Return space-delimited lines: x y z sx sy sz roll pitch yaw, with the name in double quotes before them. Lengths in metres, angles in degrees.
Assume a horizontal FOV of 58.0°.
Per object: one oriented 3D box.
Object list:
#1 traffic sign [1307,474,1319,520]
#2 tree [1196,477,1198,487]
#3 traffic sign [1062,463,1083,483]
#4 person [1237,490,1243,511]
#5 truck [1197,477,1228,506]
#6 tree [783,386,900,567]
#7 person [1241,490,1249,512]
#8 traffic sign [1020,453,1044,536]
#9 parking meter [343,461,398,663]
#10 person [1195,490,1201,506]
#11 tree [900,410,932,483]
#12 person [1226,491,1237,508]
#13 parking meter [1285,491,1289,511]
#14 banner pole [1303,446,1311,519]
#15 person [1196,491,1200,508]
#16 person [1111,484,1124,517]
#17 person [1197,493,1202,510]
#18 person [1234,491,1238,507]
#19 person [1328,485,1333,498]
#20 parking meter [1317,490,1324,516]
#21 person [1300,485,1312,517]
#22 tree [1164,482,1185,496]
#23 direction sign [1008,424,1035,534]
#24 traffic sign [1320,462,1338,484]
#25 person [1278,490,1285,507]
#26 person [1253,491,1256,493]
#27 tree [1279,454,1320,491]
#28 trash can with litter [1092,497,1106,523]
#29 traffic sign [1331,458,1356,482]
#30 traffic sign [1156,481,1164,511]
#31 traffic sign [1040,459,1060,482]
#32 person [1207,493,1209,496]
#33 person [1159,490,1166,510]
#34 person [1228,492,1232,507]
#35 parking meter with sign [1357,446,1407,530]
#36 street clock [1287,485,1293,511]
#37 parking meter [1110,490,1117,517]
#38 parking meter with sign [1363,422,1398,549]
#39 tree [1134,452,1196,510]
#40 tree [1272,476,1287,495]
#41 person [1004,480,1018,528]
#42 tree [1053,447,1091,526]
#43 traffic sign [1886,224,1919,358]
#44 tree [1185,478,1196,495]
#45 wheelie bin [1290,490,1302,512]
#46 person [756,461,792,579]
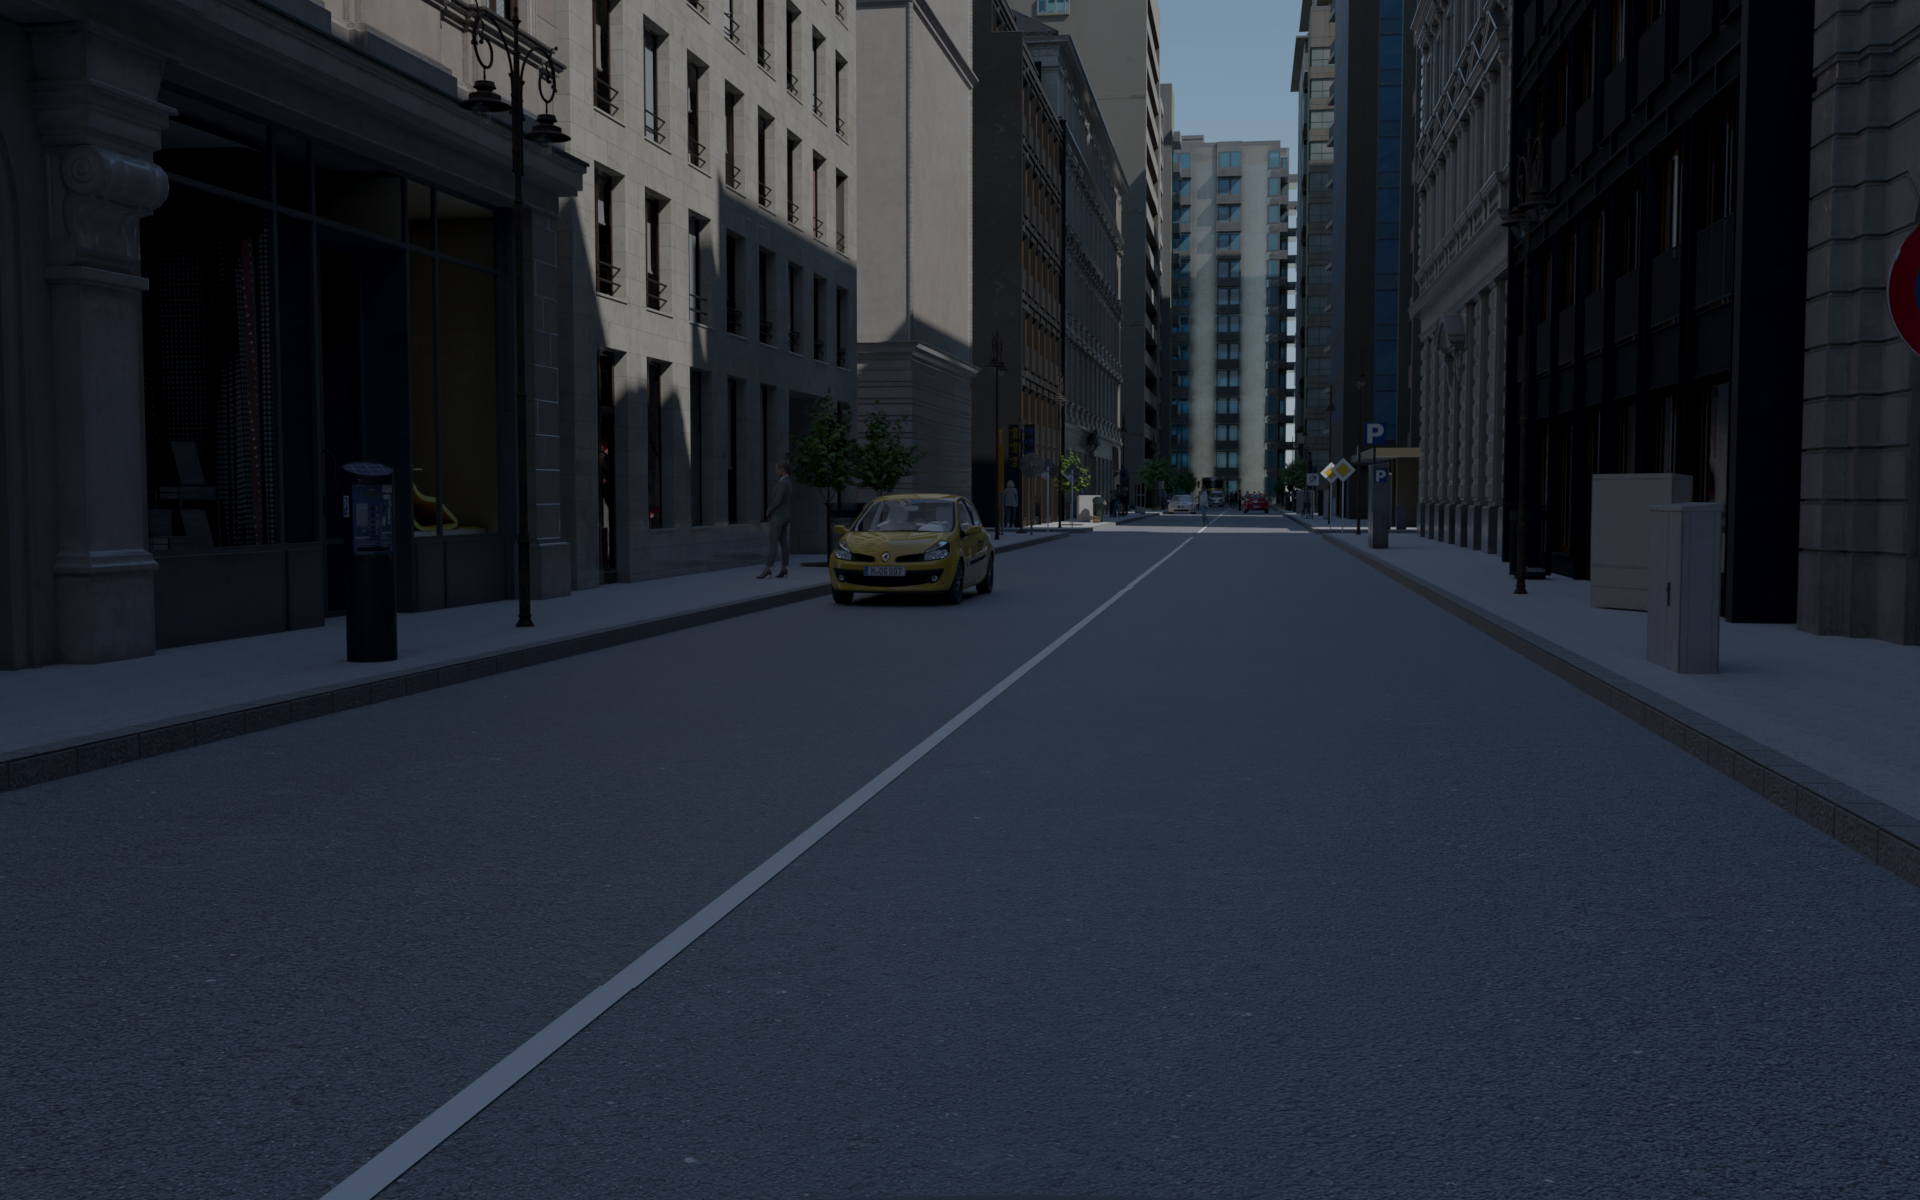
"traffic sign" 17.617 -5.161 86.511 0.606 2.300 0.079 1 4 13
"tree" 28.076 -14.196 215.825 4.285 4.588 4.351 0 3 0
"traffic sign" 4.183 -3.824 64.716 0.795 2.593 0.064 1 4 9
"person" 23.818 -8.480 147.150 0.705 1.823 1.348 2 4 33
"truck" 29.191 -12.457 199.594 3.469 3.379 9.791 1 4 9
"tree" -2.234 -2.221 30.914 1.663 3.219 1.824 0 3 0
"person" 23.302 -8.051 140.863 1.217 1.736 0.721 -2 4 -30
"traffic sign" 2.208 -3.263 53.463 0.768 2.556 0.104 1 4 13
"parking meter" -4.533 -0.300 13.315 0.372 1.533 0.369 0 3 0
"person" 24.519 -10.271 176.446 1.348 1.823 0.705 -2 4 -33
"tree" -1.672 -2.456 34.758 1.663 3.219 1.824 0 3 0
"person" 27.429 -10.104 174.420 1.217 1.735 0.721 0 4 4
"parking meter" 25.513 -7.739 134.935 0.372 1.533 0.369 0 3 0
"banner pole" 18.119 -6.113 89.958 0.401 3.779 0.863 2 4 28
"person" 24.932 -10.497 180.852 0.721 1.735 1.217 -1 4 -16
"person" 8.604 -5.420 94.652 0.713 1.824 0.794 1 4 20
"person" 22.171 -9.176 159.472 0.436 1.711 0.756 -3 5 -45
"person" 31.602 -11.632 198.698 1.348 1.822 0.705 0 4 -7
"person" 22.675 -6.130 106.251 0.794 1.824 0.713 0 4 -1
"parking meter" 21.301 -5.734 102.166 0.372 1.533 0.369 0 3 0
"person" 19.128 -5.465 95.584 0.728 1.800 0.709 0 4 4
"tree" 18.950 -9.924 156.859 1.663 3.219 1.824 0 3 0
"direction sign" 1.996 -3.932 56.291 0.876 3.537 0.379 1 4 19
"traffic sign" 13.546 -3.728 63.146 0.795 2.593 0.064 1 4 9
"person" 32.474 -10.253 174.502 0.721 1.723 1.217 3 5 44
"person" 33.622 -11.574 198.456 0.721 1.743 1.217 -1 4 -9
"tree" 27.612 -9.612 140.864 4.285 4.588 4.351 0 3 0
"trash can with litter" 6.216 -4.046 77.536 0.624 1.170 1.055 0 4 8
"traffic sign" 12.237 -3.246 55.268 0.795 2.593 0.064 1 4 9
"traffic sign" 15.506 -8.071 134.085 0.606 2.300 0.079 1 4 15
"traffic sign" 2.874 -3.342 56.839 0.795 2.593 0.064 1 4 9
"person" 25.501 -10.371 178.867 0.445 1.727 0.742 -3 5 -42
"person" 16.640 -8.305 141.916 0.705 1.814 1.350 -1 4 -19
"person" 28.834 -10.698 184.880 0.593 1.643 0.415 3 5 44
"parking meter with sign" 15.169 -4.038 62.287 1.738 3.016 0.543 1 4 9
"street clock" 25.052 -7.764 131.517 0.471 2.002 0.358 3 5 42
"parking meter" 8.535 -5.386 96.465 0.372 1.533 0.369 0 3 0
"parking meter with sign" 9.969 -2.756 41.315 0.543 3.016 1.738 0 4 7
"tree" 15.433 -9.341 136.442 4.285 4.588 4.351 0 3 0
"tree" 39.235 -13.376 213.297 1.663 3.219 1.824 0 3 0
"person" 1.834 -3.615 65.324 0.709 1.800 0.728 1 4 10
"tree" 4.417 -4.665 70.874 1.663 3.219 1.824 0 3 0
"traffic sign" 4.417 -0.455 7.546 0.768 2.556 0.104 1 4 14
"tree" 27.818 -13.158 209.727 1.663 3.219 1.824 0 3 0
"wheelie bin" 24.091 -7.101 124.015 0.980 1.594 0.693 0 4 2
"person" -2.834 -1.228 26.403 0.573 1.790 0.520 0 4 -8
